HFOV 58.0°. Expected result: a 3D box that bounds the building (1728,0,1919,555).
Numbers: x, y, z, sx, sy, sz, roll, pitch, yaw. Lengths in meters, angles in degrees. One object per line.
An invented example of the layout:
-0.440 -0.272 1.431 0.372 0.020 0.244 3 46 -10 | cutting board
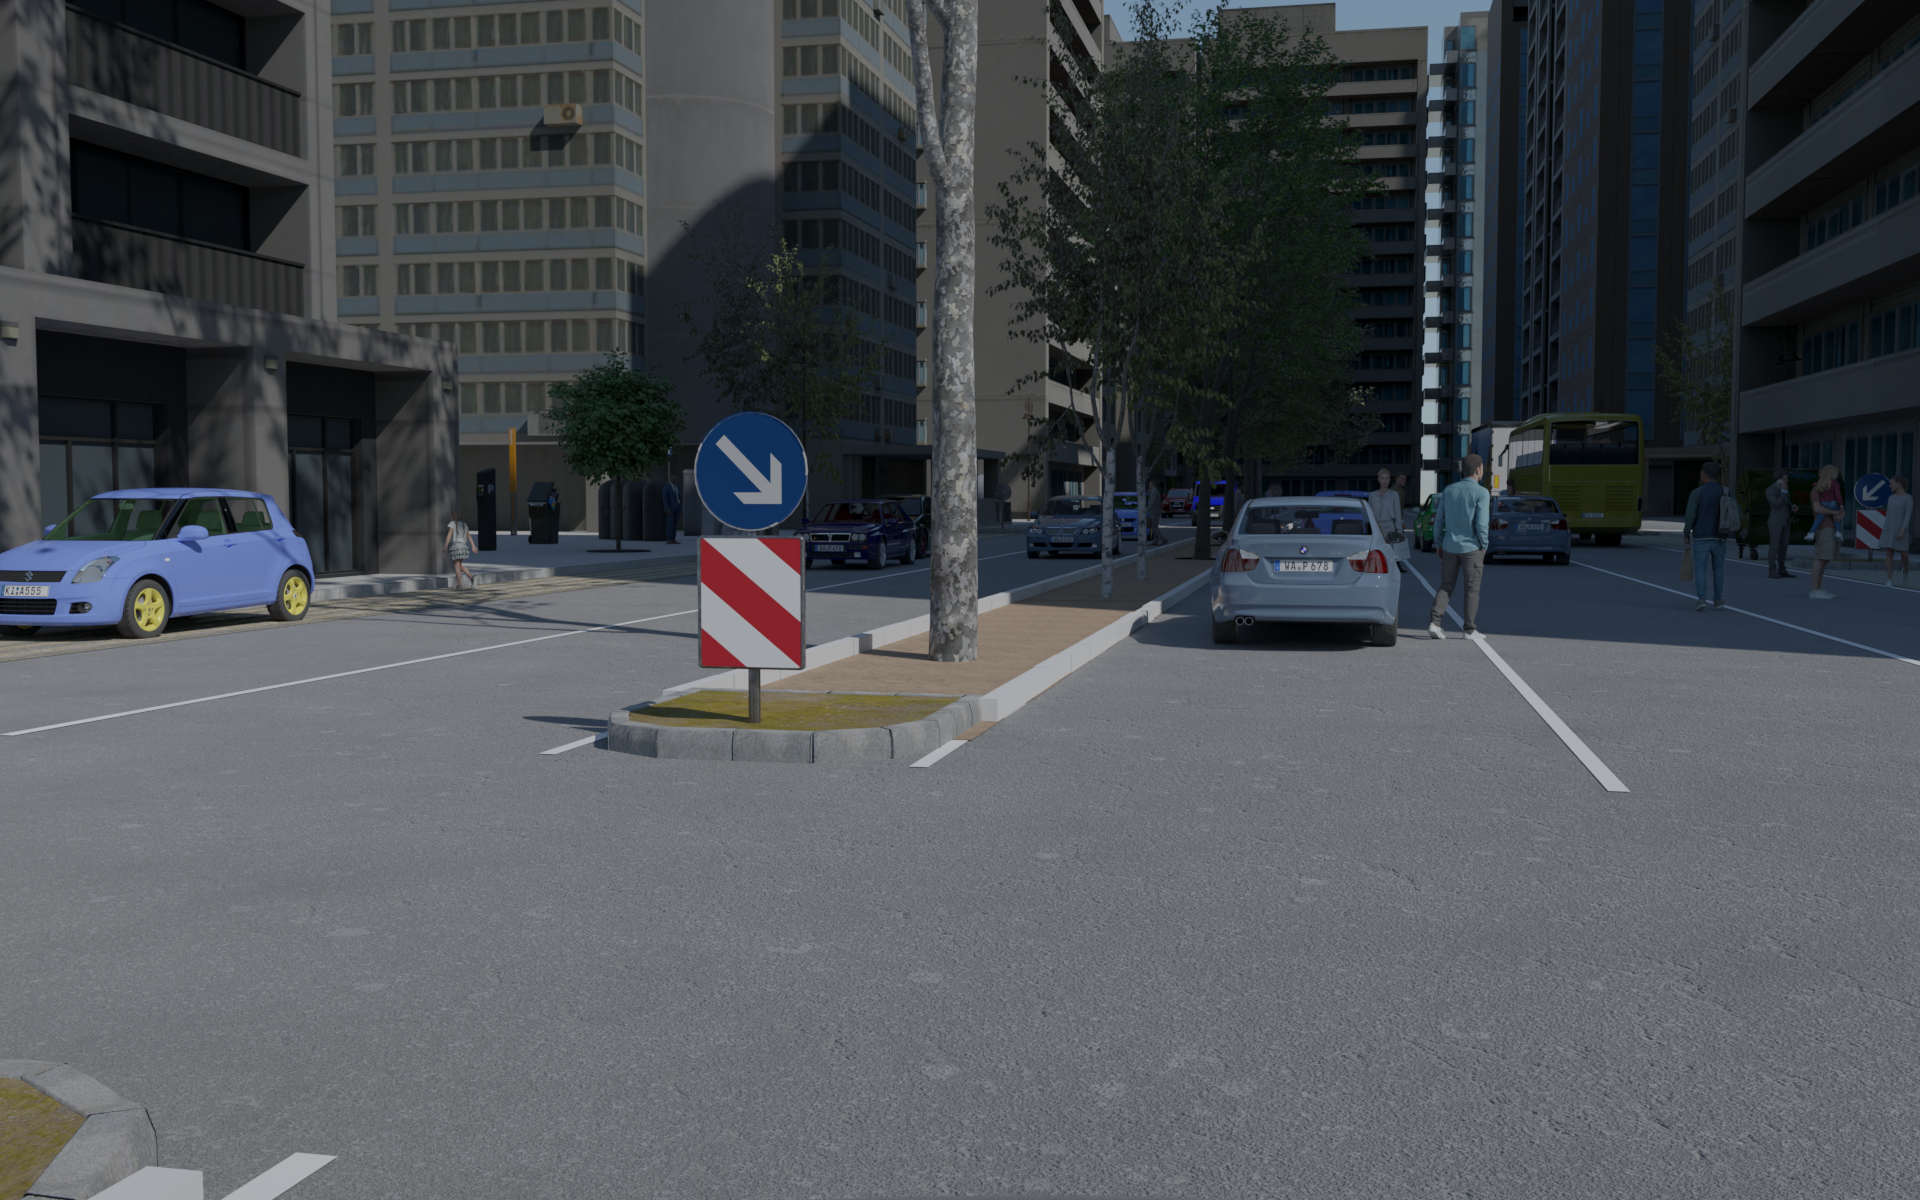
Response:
30.356 -25.224 36.111 21.300 48.544 21.600 1 4 12 | building

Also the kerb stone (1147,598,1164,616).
2.261 0.114 20.343 0.120 0.150 1.000 1 4 12 | kerb stone

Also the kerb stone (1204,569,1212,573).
4.032 -0.376 28.343 0.120 0.150 1.000 1 4 12 | kerb stone

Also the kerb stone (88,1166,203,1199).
-1.607 1.191 2.825 0.120 0.150 1.000 1 4 12 | kerb stone

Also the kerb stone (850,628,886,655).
-0.883 0.391 15.805 0.120 0.150 1.000 1 4 12 | kerb stone

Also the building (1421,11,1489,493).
61.463 -33.690 170.440 30.456 49.044 23.786 1 4 12 | building

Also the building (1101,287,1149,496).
-1.698 -17.135 125.199 27.650 21.520 28.899 1 4 12 | building

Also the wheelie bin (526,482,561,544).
-10.717 -2.243 44.583 0.980 1.594 0.693 2 4 24 | wheelie bin

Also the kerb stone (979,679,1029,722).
0.284 0.664 11.341 0.120 0.150 1.000 1 4 12 | kerb stone

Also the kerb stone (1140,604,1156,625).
2.053 0.181 19.342 0.120 0.150 1.000 1 4 12 | kerb stone

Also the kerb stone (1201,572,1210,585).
3.810 -0.312 27.345 0.120 0.150 1.000 1 4 12 | kerb stone

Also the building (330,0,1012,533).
-15.028 -23.023 68.305 32.217 40.220 23.993 1 4 12 | building

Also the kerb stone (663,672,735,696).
-1.777 0.636 11.798 0.120 0.150 1.000 1 4 12 | kerb stone

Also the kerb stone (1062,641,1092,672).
0.942 0.481 14.338 0.120 0.150 1.000 1 4 12 | kerb stone

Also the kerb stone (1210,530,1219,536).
8.626 -2.243 58.868 0.120 0.150 1.000 1 4 12 | kerb stone

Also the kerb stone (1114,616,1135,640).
1.607 0.297 17.344 0.120 0.150 1.000 1 4 12 | kerb stone

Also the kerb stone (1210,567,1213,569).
4.249 -0.437 29.342 0.120 0.150 1.000 1 4 12 | kerb stone

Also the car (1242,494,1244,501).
18.482 -6.188 111.392 2.015 1.641 3.980 1 4 11 | car

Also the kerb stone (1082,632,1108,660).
1.166 0.419 15.348 0.120 0.150 1.000 1 4 12 | kerb stone

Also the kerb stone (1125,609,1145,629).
1.815 0.235 18.346 0.120 0.150 1.000 1 4 12 | kerb stone

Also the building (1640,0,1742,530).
41.919 -22.839 65.298 32.217 40.220 23.993 1 4 12 | building

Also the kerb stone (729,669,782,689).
-1.548 0.575 12.801 0.120 0.150 1.000 1 4 12 | kerb stone

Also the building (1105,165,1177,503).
12.137 -23.422 154.656 14.107 30.474 14.160 1 4 12 | building

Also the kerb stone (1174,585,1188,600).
2.929 -0.068 23.349 0.120 0.150 1.000 1 4 12 | kerb stone

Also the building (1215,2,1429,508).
35.828 -33.773 175.887 21.600 48.544 21.300 1 4 12 | building

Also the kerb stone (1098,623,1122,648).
1.385 0.358 16.346 0.120 0.150 1.000 1 4 12 | kerb stone

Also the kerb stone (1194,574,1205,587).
3.593 -0.254 26.346 0.120 0.150 1.000 1 4 12 | kerb stone

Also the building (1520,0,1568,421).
50.971 -42.114 126.814 20.563 71.187 20.611 1 4 12 | building

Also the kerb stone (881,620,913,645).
-0.662 0.330 16.804 0.120 0.150 1.000 1 4 12 | kerb stone

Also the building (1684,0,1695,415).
39.823 -26.946 90.672 14.600 45.320 14.200 1 4 12 | building

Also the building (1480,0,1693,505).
51.662 -30.283 145.241 14.600 45.320 14.200 1 4 12 | building

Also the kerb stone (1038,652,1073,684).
0.714 0.542 13.342 0.120 0.150 1.000 1 4 12 | kerb stone

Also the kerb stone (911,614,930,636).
-0.441 0.274 17.802 0.120 0.150 1.000 1 4 12 | kerb stone

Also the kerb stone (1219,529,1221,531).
8.851 -2.299 59.868 0.120 0.150 1.000 1 4 12 | kerb stone

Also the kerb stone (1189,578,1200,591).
3.373 -0.191 25.348 0.120 0.150 1.000 1 4 12 | kerb stone

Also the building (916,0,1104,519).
-3.807 -29.072 99.031 21.300 48.544 21.600 1 4 12 | building

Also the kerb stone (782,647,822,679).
-1.326 0.513 13.803 0.120 0.150 1.000 1 4 12 | kerb stone

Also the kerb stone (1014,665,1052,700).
0.499 0.606 12.341 0.120 0.150 1.000 1 4 12 | kerb stone

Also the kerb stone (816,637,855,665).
-1.111 0.455 14.803 0.120 0.150 1.000 1 4 12 | kerb stone

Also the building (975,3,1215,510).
14.622 -34.026 180.020 21.600 48.544 21.300 1 4 12 | building

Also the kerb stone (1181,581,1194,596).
3.153 -0.132 24.347 0.120 0.150 1.000 1 4 12 | kerb stone

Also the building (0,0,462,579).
-19.090 -35.822 23.935 20.563 71.187 20.611 1 4 12 | building

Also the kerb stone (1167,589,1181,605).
2.711 -0.008 22.351 0.120 0.150 1.000 1 4 12 | kerb stone

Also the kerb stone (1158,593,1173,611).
2.487 0.052 21.351 0.120 0.150 1.000 1 4 12 | kerb stone
